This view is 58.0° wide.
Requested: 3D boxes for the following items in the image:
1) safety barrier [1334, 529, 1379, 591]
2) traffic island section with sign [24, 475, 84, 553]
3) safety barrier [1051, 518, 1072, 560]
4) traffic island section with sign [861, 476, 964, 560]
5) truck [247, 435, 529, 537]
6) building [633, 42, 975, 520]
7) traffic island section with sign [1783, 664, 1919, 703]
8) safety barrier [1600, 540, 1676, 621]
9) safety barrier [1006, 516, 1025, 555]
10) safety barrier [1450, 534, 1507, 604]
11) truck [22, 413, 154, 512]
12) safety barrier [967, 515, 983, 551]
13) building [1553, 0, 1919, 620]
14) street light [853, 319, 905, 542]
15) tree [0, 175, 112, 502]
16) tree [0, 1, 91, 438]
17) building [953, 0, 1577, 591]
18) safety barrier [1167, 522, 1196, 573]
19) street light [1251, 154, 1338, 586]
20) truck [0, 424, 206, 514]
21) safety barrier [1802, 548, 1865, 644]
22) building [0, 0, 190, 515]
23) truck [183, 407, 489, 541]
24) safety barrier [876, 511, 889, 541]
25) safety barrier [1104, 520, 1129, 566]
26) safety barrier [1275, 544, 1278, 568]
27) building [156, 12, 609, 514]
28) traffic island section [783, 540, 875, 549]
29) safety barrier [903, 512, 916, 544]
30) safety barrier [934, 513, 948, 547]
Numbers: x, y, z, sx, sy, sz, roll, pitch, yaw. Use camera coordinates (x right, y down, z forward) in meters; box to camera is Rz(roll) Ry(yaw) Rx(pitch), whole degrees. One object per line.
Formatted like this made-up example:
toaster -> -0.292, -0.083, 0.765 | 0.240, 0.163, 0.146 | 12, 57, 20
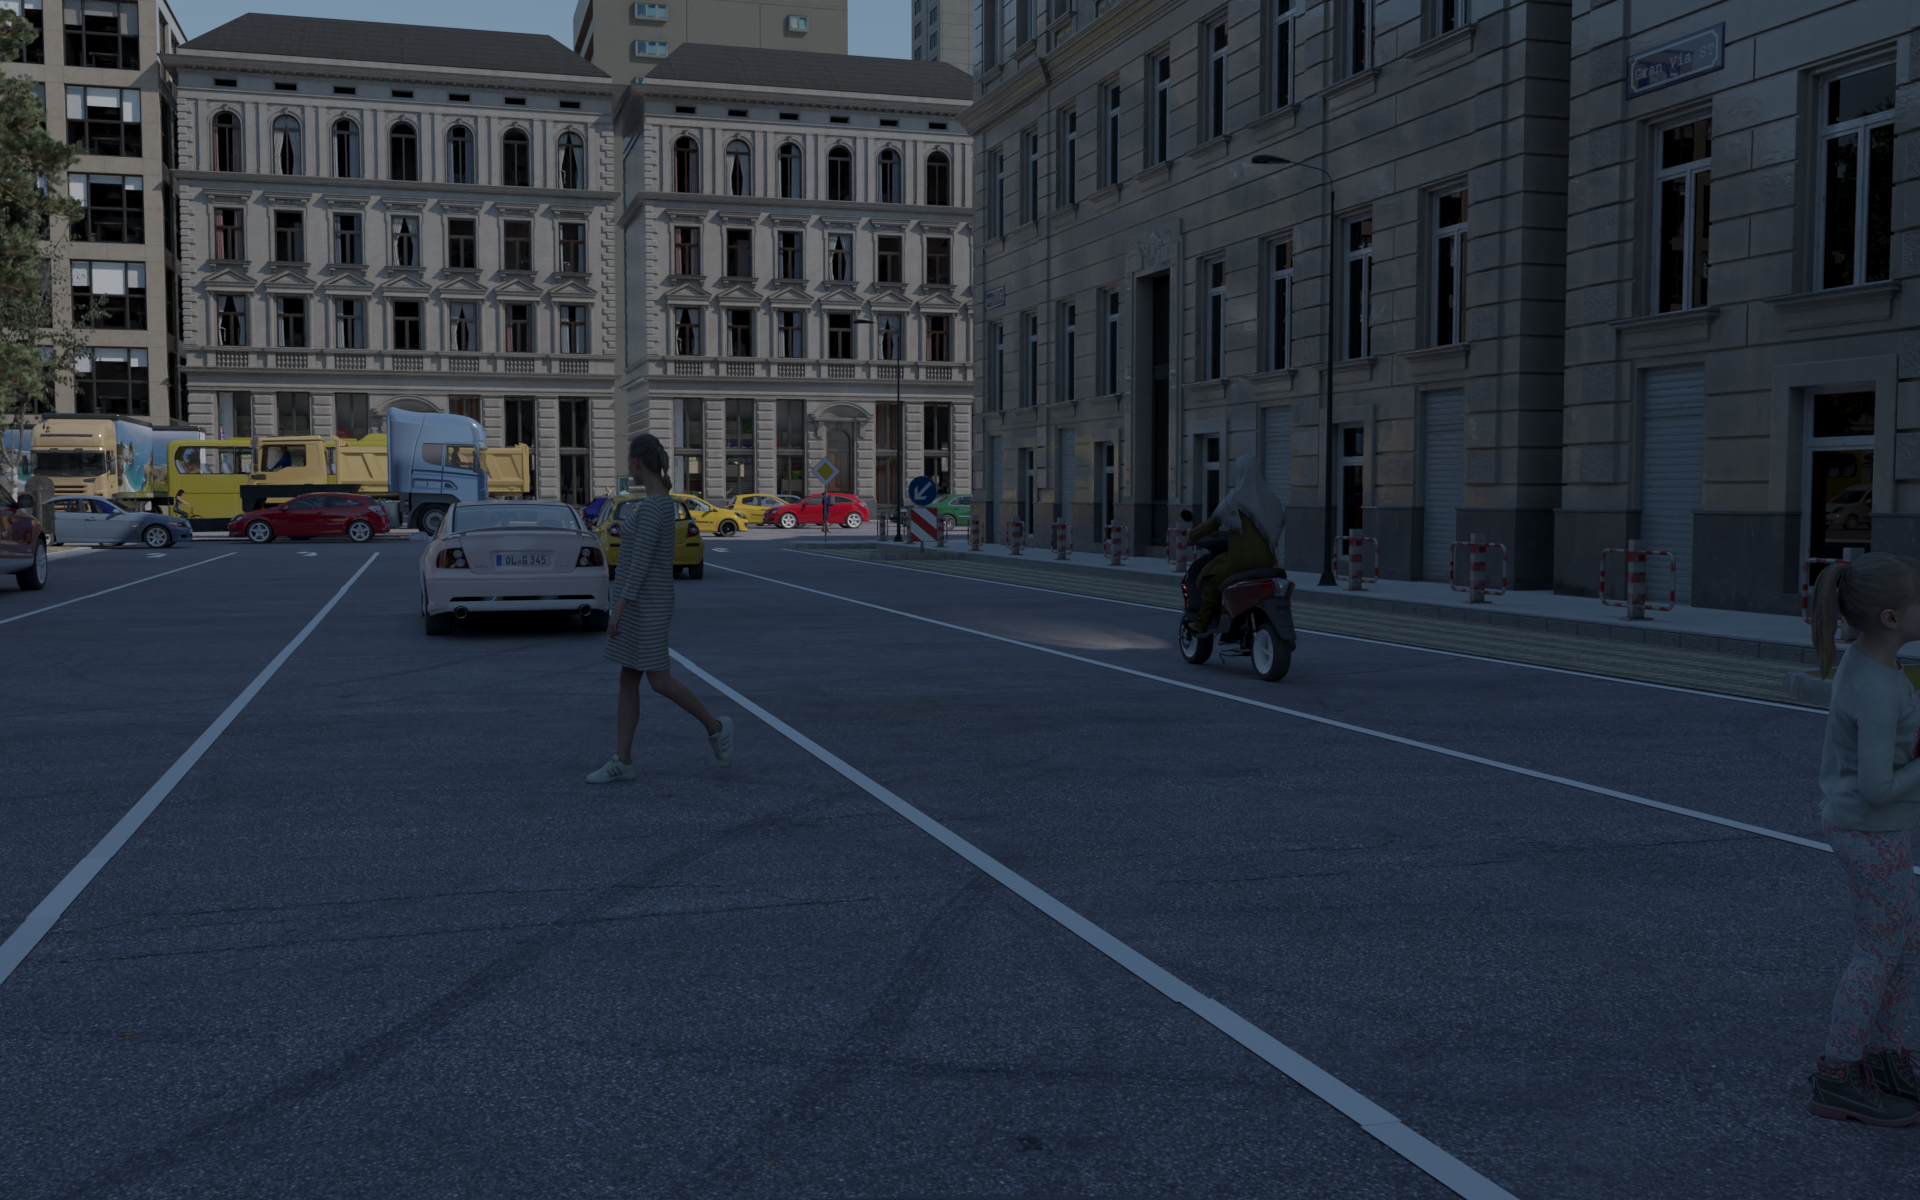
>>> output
safety barrier -> 5.242, -0.531, 22.949 | 0.300, 0.817, 1.120 | -1, 4, -17
traffic island section with sign -> -21.840, -2.002, 40.872 | 2.006, 1.907, 1.989 | -1, 4, -17
safety barrier -> 1.973, -1.185, 33.647 | 0.300, 0.817, 1.120 | -1, 4, -17
traffic island section with sign -> -1.127, -1.807, 38.178 | 1.989, 1.847, 2.006 | -1, 4, -17
truck -> -19.618, -3.816, 58.322 | 9.791, 3.379, 3.469 | -1, 4, -18
building -> -7.147, -15.844, 87.923 | 19.941, 23.489, 11.050 | -1, 4, -17
traffic island section with sign -> 6.902, -0.198, 11.870 | 1.989, 1.847, 2.006 | -1, 4, -17
safety barrier -> 6.874, -0.203, 17.596 | 0.300, 0.817, 1.120 | -1, 4, -17
safety barrier -> 1.166, -1.348, 36.322 | 0.300, 0.817, 1.120 | -1, 4, -17
safety barrier -> 6.060, -0.367, 20.273 | 0.300, 0.817, 1.120 | -1, 4, -17
truck -> -31.165, -4.490, 62.324 | 2.839, 4.237, 11.283 | -1, 4, -17
safety barrier -> 0.344, -1.512, 38.995 | 0.300, 0.817, 1.120 | -1, 4, -17
building -> 16.486, -13.092, 11.314 | 12.463, 27.353, 25.104 | -1, 4, -17
street light -> -2.168, -4.510, 46.287 | 1.470, 5.913, 1.316 | -1, 4, -17
tree -> -21.381, -5.271, 39.004 | 4.360, 8.622, 3.978 | 0, 3, 0
tree -> -20.048, -6.586, 32.194 | 6.751, 12.117, 7.091 | 0, 3, 0
building -> 9.189, -14.558, 35.290 | 12.463, 27.353, 25.104 | -1, 4, -17
safety barrier -> 3.616, -0.857, 28.291 | 0.300, 0.817, 1.120 | -1, 4, -17
street light -> 4.641, -3.147, 23.990 | 1.470, 5.913, 1.316 | -1, 4, -17
truck -> -36.949, -5.001, 70.676 | 11.283, 4.237, 2.839 | -1, 4, -18
safety barrier -> 7.692, -0.040, 14.927 | 0.300, 0.817, 1.120 | -1, 4, -17
building -> -53.678, -16.810, 79.355 | 34.151, 26.468, 19.350 | -1, 4, -17
truck -> -23.458, -3.875, 53.107 | 18.799, 4.110, 2.967 | -1, 4, -15
safety barrier -> -2.106, -2.003, 47.030 | 0.300, 0.817, 1.120 | -1, 4, -17
safety barrier -> 2.791, -1.021, 30.973 | 0.300, 0.817, 1.120 | -1, 4, -17
safety barrier -> 4.432, -0.694, 25.621 | 0.300, 0.817, 1.120 | -1, 4, -17
building -> -26.368, -15.518, 82.598 | 19.941, 23.489, 11.050 | -1, 4, -17
traffic island section -> -3.560, -1.462, 46.177 | 2.009, 0.180, 2.903 | -1, 4, -17
safety barrier -> -1.290, -1.839, 44.349 | 0.300, 0.817, 1.120 | -1, 4, -17
safety barrier -> -0.470, -1.676, 41.674 | 0.300, 0.817, 1.120 | -1, 4, -17
